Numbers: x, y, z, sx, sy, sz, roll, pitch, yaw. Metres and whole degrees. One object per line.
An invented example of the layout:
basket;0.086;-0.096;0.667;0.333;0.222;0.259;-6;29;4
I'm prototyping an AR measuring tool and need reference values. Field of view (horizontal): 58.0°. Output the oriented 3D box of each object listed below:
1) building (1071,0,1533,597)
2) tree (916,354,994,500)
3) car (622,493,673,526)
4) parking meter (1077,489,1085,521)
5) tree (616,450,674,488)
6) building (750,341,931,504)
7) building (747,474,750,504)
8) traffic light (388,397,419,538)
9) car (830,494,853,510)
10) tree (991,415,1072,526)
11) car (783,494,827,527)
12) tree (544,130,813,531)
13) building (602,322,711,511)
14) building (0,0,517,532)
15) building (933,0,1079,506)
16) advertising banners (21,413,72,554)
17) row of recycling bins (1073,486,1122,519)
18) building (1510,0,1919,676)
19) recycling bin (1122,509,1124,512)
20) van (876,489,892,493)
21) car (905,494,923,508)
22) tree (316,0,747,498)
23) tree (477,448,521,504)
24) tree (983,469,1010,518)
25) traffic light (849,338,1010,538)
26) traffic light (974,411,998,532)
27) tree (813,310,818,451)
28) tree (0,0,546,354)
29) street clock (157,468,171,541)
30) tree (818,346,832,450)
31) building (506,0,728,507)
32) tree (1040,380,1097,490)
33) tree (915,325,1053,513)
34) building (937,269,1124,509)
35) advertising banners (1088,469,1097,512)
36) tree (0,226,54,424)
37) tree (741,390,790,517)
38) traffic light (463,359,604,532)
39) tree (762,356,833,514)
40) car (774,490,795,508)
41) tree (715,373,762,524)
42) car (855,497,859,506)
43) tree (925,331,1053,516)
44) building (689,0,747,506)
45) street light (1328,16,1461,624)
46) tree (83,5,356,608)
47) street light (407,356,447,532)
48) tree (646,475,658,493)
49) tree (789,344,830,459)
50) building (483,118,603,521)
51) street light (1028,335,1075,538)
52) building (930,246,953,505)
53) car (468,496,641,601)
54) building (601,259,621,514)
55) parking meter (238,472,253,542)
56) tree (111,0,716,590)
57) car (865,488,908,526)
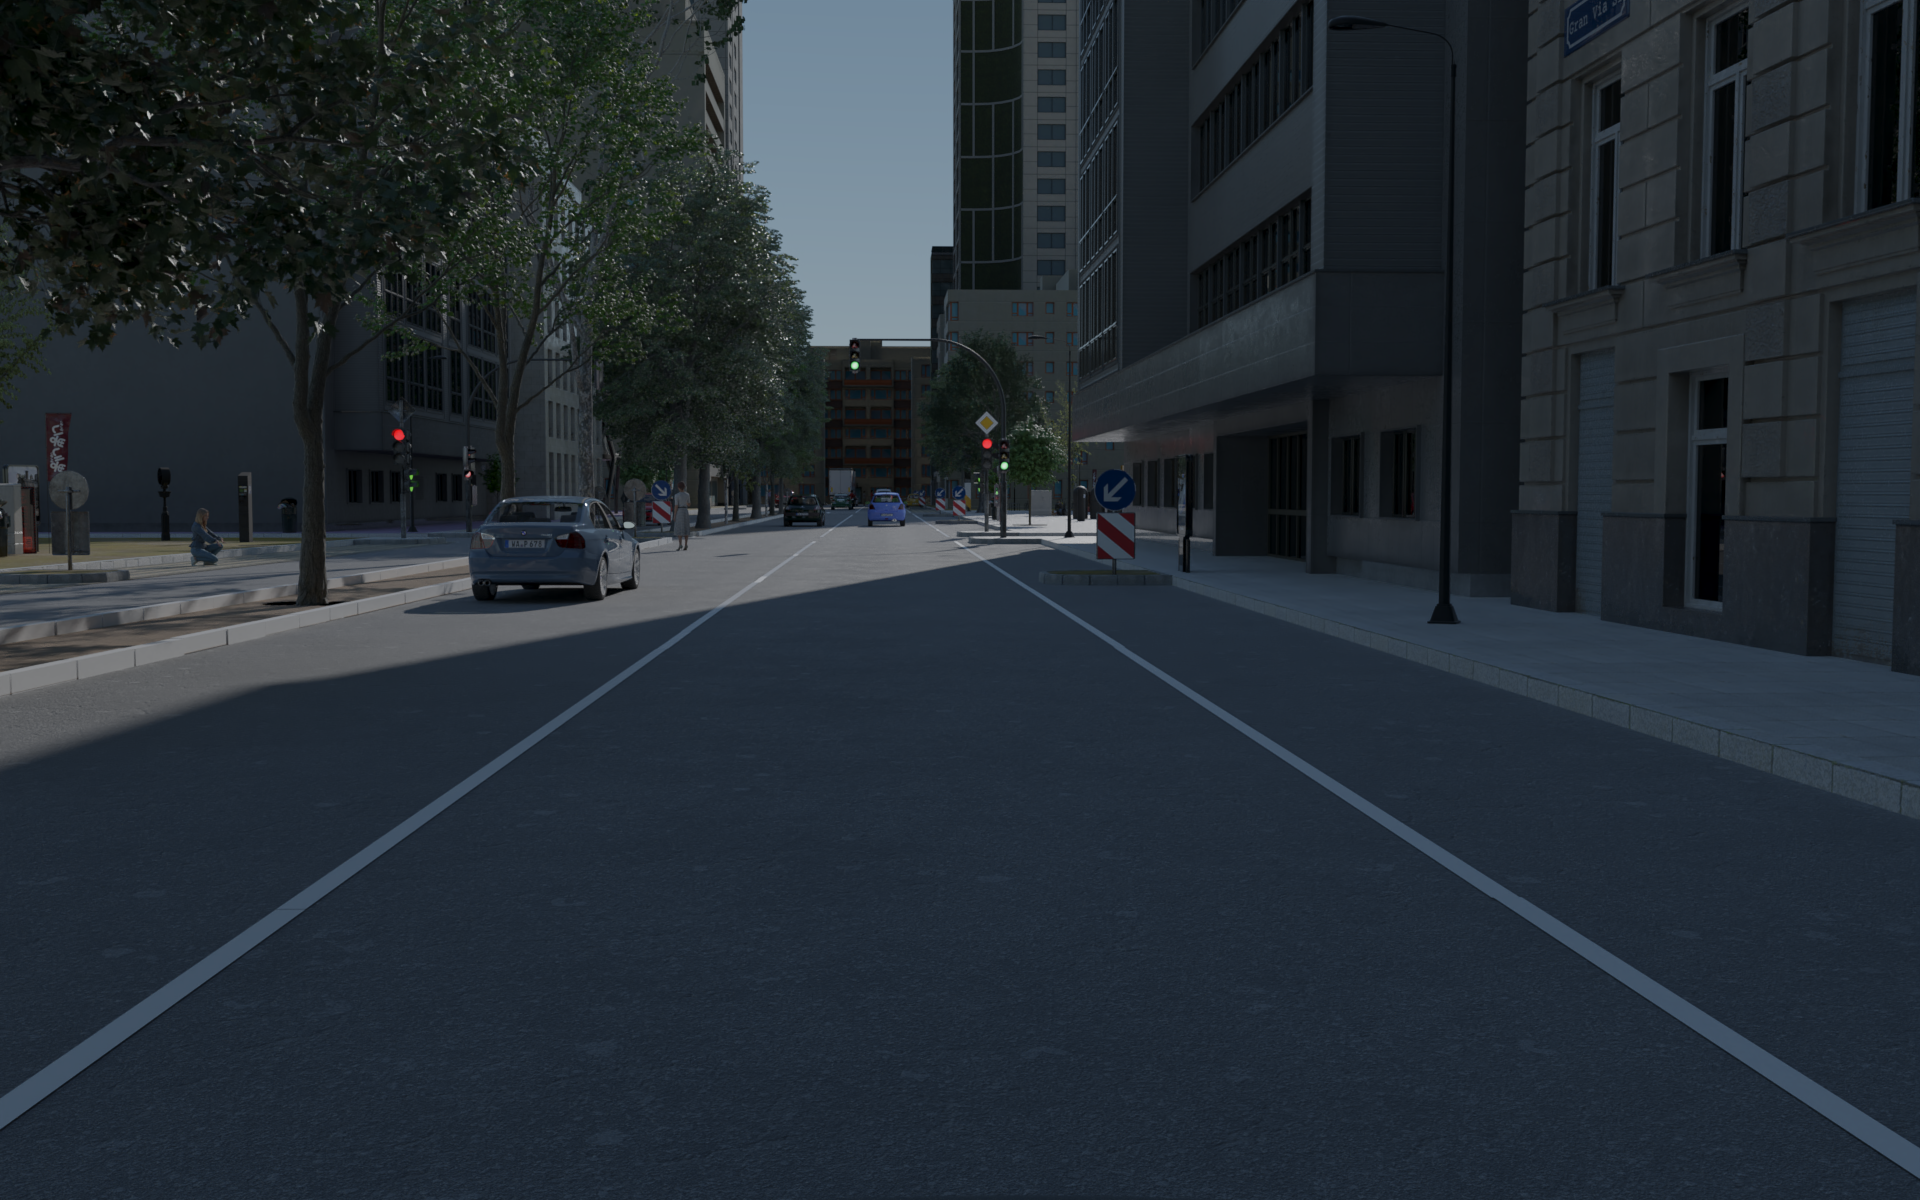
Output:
building;10.980;-13.260;35.870;14.314;24.678;30.058;0;4;-3
tree;-0.150;-13.582;140.186;7.486;12.596;7.792;0;3;0
car;-14.345;-4.318;79.642;2.155;1.783;4.494;0;4;-1
parking meter;5.706;-4.473;81.540;0.372;1.533;0.369;0;3;0
tree;-23.009;-9.002;130.896;4.285;4.588;4.351;0;3;0
building;-12.177;-23.617;231.173;28.899;21.520;27.650;0;4;-3
building;-42.122;-23.533;229.805;28.899;21.520;27.650;0;4;-3
traffic light;-16.097;-3.739;50.051;0.839;4.253;0.868;0;4;-3
car;-10.647;-8.800;155.675;2.131;1.459;4.920;0;4;-2
tree;2.930;-5.323;70.748;4.285;4.588;4.351;0;3;0
car;-6.943;-4.133;77.360;2.009;1.686;4.222;0;4;-2
tree;-10.070;-9.330;61.651;9.857;13.997;8.962;0;3;0
building;-36.534;-18.467;146.971;27.650;21.520;28.899;0;4;-3
building;-27.426;-16.872;69.366;14.314;27.812;24.014;0;4;-3
building;7.664;-45.648;184.600;20.563;71.187;20.611;0;4;-3
advertising banners;-20.125;-2.503;37.107;2.074;3.025;0.090;-1;4;-15
row of recycling bins;7.558;-5.017;89.146;3.534;1.692;1.069;1;4;8
building;12.572;-12.856;7.461;12.463;27.353;25.104;0;4;-3
recycling bin;9.686;-5.278;98.845;0.722;1.027;0.722;2;4;33
van;-6.590;-8.714;149.488;2.013;2.044;4.112;0;4;-3
car;-4.788;-10.480;181.564;2.015;1.641;3.980;0;4;-3
tree;-10.526;-11.308;43.234;12.611;20.169;13.585;0;3;0
tree;-19.080;-4.701;71.460;1.663;3.219;1.824;0;3;0
tree;1.795;-6.035;93.267;1.663;3.219;1.824;0;3;0
traffic light;-0.840;-4.645;50.611;4.771;5.953;1.251;0;4;-3
traffic light;0.887;-4.275;58.823;0.839;4.253;0.868;0;4;-3
tree;-10.672;-9.936;71.572;9.857;13.997;8.962;0;3;0
tree;-8.141;-5.654;11.915;9.611;12.733;9.660;0;3;0
street clock;-21.835;-2.629;47.555;0.358;2.002;0.471;-3;5;-40
tree;-11.824;-11.674;99.976;9.857;13.997;8.962;0;3;0
building;-34.783;-33.502;171.452;21.300;48.544;21.600;0;4;-3
tree;7.035;-9.713;109.168;4.360;8.622;3.978;0;3;0
tree;1.578;-12.286;117.888;9.611;12.733;9.660;0;3;0
building;12.125;-19.360;161.582;27.650;21.520;28.899;0;4;-3
advertising banners;9.066;-7.729;122.551;0.090;3.025;2.074;-2;4;-30
tree;-25.657;-5.810;45.363;4.737;8.622;4.395;0;3;0
tree;-12.070;-9.473;107.699;4.360;8.622;3.978;0;3;0
traffic light;-14.370;-5.106;58.157;4.771;5.953;1.251;0;4;-3
tree;-12.885;-12.416;123.579;7.486;12.596;7.792;0;3;0
car;-17.818;-10.316;177.337;2.281;1.827;5.304;0;4;-2
tree;-10.943;-7.838;80.965;4.737;8.622;4.395;0;3;0
car;-13.098;-11.909;207.075;2.083;1.381;4.827;0;4;-3
tree;1.525;-10.118;99.838;8.767;10.594;7.601;2;4;31
building;-35.621;-46.421;197.236;20.611;71.187;20.563;0;4;-3
street light;4.273;-2.721;17.026;1.470;5.913;1.316;0;4;-3
tree;-8.211;-5.724;21.805;9.928;11.665;9.643;0;3;0
street light;-17.931;-5.244;58.288;1.470;5.913;1.316;0;4;-3
tree;-21.982;-7.936;124.355;1.663;3.219;1.824;0;3;0
tree;-11.512;-9.852;89.289;9.928;11.665;9.643;0;3;0
building;-25.366;-14.423;90.559;10.420;20.320;16.860;0;4;-3
street light;2.682;-4.792;50.897;1.470;5.913;1.316;0;4;-3
building;3.488;-26.379;202.999;14.160;30.474;14.107;0;4;-3
car;-5.698;-0.771;24.616;2.014;1.417;4.499;0;4;-1
building;-29.884;-14.673;107.350;16.820;18.784;16.811;0;4;-3
parking meter;-19.017;-2.469;46.081;0.255;1.863;0.399;0;4;-6
tree;-8.336;-6.337;31.819;9.928;11.665;9.643;0;3;0
car;-3.313;-4.179;77.910;1.945;1.707;3.694;0;4;-3
